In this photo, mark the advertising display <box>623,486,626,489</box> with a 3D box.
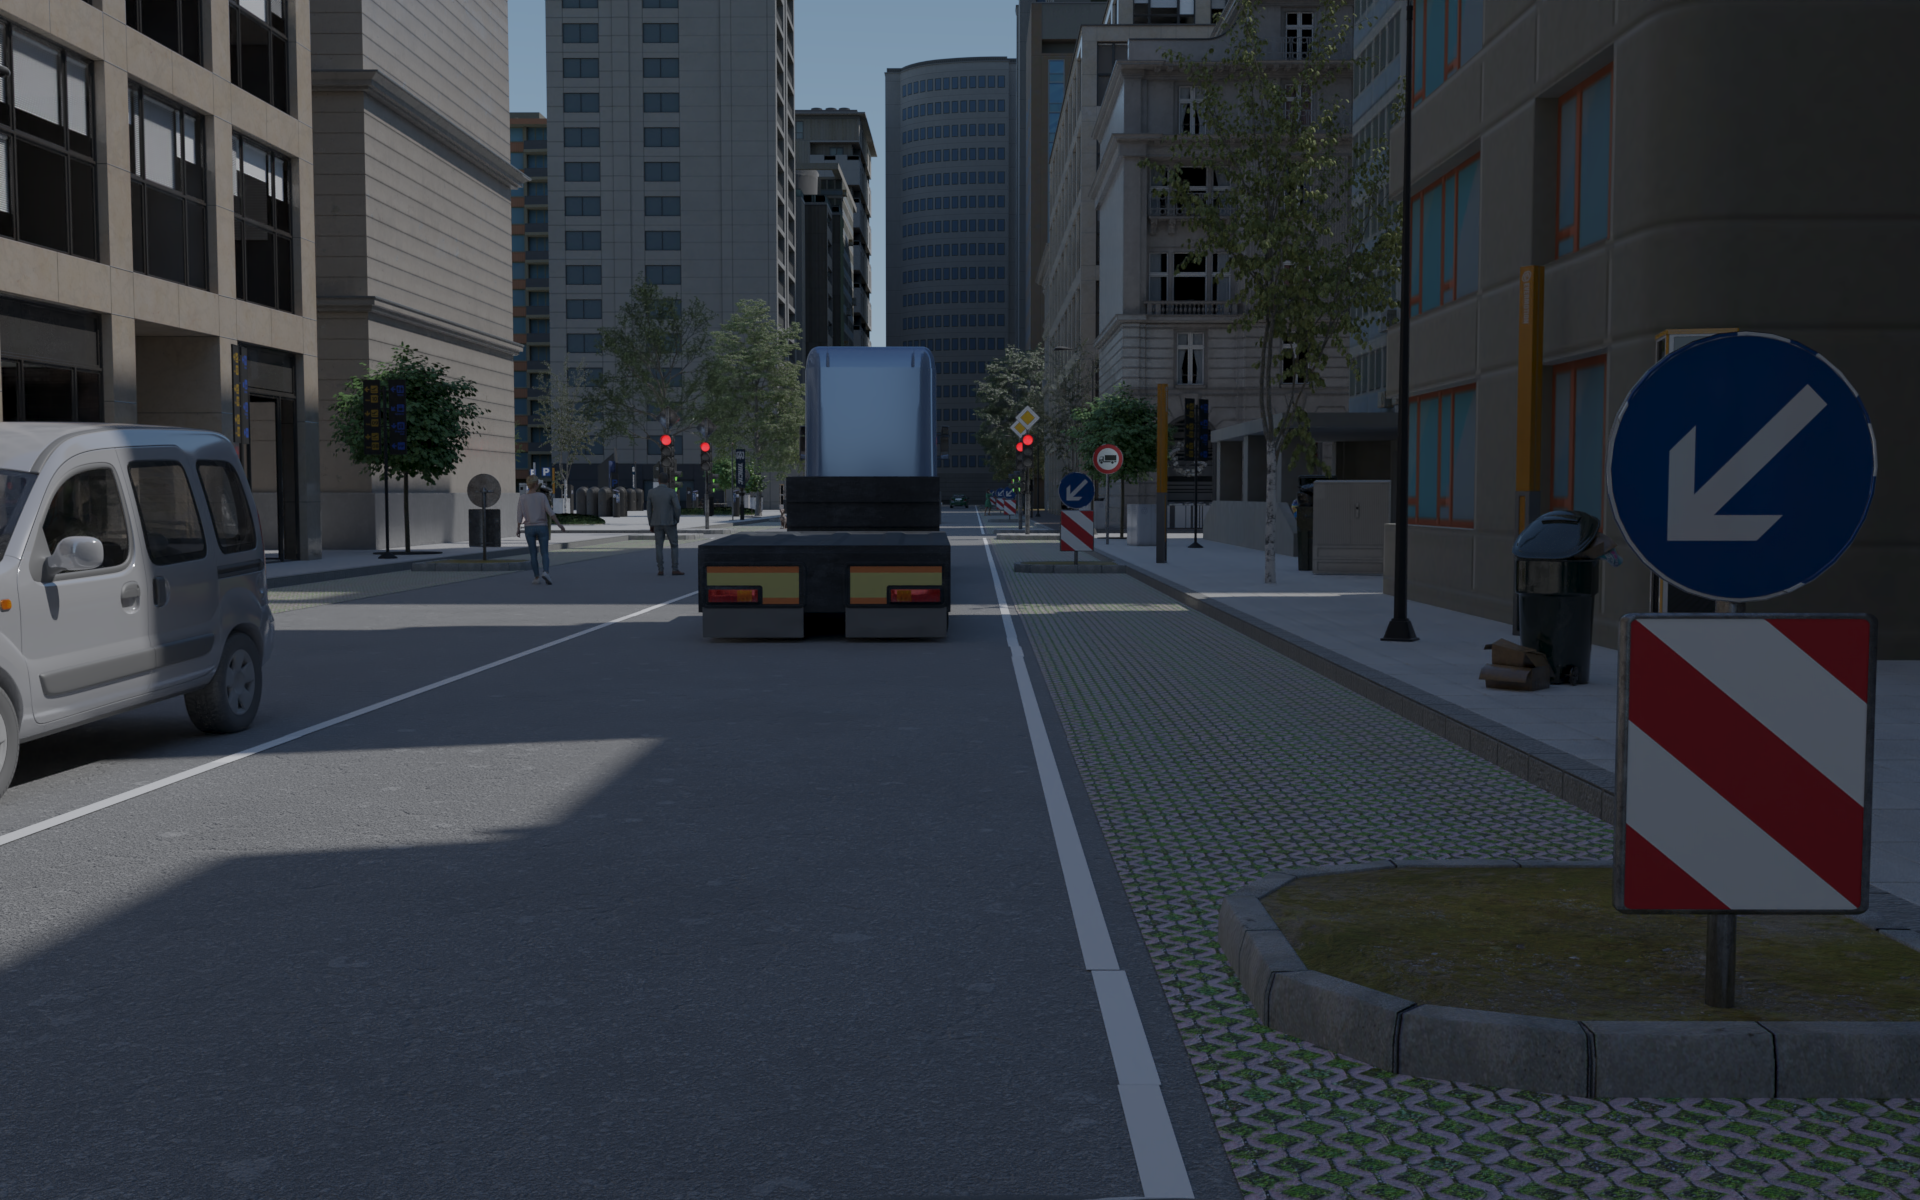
[{"bbox_3d":[-26.759,-8.139,138.283,0.123,1.923,0.974,-1,4,-19],"label":"advertising display"}]

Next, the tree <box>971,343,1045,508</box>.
[{"bbox_3d":[5.549,-14.562,144.742,9.857,13.997,8.962,0,3,0],"label":"tree"}]

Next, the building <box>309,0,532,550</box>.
[{"bbox_3d":[-24.512,-15.792,45.587,23.554,28.519,14.401,0,4,0],"label":"building"}]

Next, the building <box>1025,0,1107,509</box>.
[{"bbox_3d":[13.055,-30.970,156.471,14.600,45.320,14.200,0,4,0],"label":"building"}]

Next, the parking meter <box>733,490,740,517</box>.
[{"bbox_3d":[-12.636,-5.465,97.762,0.372,1.533,0.369,0,3,0],"label":"parking meter"}]

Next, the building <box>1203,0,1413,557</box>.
[{"bbox_3d":[22.959,-21.349,40.932,32.217,40.220,23.993,0,4,0],"label":"building"}]

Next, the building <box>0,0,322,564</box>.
[{"bbox_3d":[-22.272,-12.957,16.362,19.350,26.468,34.151,0,4,0],"label":"building"}]

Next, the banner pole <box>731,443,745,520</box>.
[{"bbox_3d":[-10.856,-5.774,84.420,0.863,3.779,0.401,-1,4,-11],"label":"banner pole"}]

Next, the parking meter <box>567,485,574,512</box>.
[{"bbox_3d":[-23.897,-6.150,106.263,0.255,1.863,0.399,1,4,14],"label":"parking meter"}]

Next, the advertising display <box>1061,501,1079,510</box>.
[{"bbox_3d":[4.857,-4.309,75.662,0.974,1.923,0.123,2,4,34],"label":"advertising display"}]

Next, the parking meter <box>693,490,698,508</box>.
[{"bbox_3d":[-18.476,-6.885,120.976,0.372,1.533,0.369,0,3,0],"label":"parking meter"}]

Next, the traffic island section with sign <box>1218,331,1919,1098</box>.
[{"bbox_3d":[1.812,0.221,5.021,1.989,1.847,2.006,0,4,0],"label":"traffic island section with sign"}]

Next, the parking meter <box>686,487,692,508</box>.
[{"bbox_3d":[-20.931,-7.835,133.805,0.399,1.863,0.255,-1,4,-12],"label":"parking meter"}]

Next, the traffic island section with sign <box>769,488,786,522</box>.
[{"bbox_3d":[-8.713,-4.904,88.814,1.989,1.847,2.006,0,4,0],"label":"traffic island section with sign"}]

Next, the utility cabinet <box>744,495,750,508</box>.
[{"bbox_3d":[-15.065,-6.813,122.551,0.306,1.237,1.020,0,4,-1],"label":"utility cabinet"}]

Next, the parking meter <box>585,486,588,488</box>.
[{"bbox_3d":[-28.746,-7.797,133.186,0.255,1.863,0.399,-1,4,-16],"label":"parking meter"}]

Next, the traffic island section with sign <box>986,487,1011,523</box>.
[{"bbox_3d":[2.394,-4.828,87.565,1.989,1.847,2.006,0,4,0],"label":"traffic island section with sign"}]

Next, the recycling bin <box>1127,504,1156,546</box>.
[{"bbox_3d":[4.608,-1.866,43.055,0.722,1.027,0.722,-1,4,-17],"label":"recycling bin"}]

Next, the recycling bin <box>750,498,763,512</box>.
[{"bbox_3d":[-14.772,-6.914,125.599,0.722,1.027,0.722,-2,4,-26],"label":"recycling bin"}]

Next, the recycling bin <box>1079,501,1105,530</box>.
[{"bbox_3d":[4.745,-3.042,62.288,0.722,1.027,0.722,-2,4,-25],"label":"recycling bin"}]

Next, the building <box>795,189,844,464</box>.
[{"bbox_3d":[-18.599,-24.124,166.134,14.160,30.474,14.107,0,4,0],"label":"building"}]

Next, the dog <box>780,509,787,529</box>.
[{"bbox_3d":[-7.134,-3.336,71.380,0.800,0.831,0.513,-2,4,-32],"label":"dog"}]

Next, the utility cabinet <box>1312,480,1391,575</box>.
[{"bbox_3d":[6.200,-1.146,27.424,1.173,1.500,0.318,1,4,19],"label":"utility cabinet"}]

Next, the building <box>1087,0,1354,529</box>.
[{"bbox_3d":[17.528,-13.889,68.889,24.055,21.916,13.314,0,4,0],"label":"building"}]

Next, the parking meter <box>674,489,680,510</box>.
[{"bbox_3d":[-14.967,-5.067,91.259,0.372,1.533,0.369,0,3,0],"label":"parking meter"}]

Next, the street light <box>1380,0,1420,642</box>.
[{"bbox_3d":[3.318,-2.598,15.022,1.470,5.913,1.316,0,4,0],"label":"street light"}]

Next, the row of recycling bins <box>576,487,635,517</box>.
[{"bbox_3d":[-20.216,-5.535,97.614,3.534,1.692,1.069,2,4,29],"label":"row of recycling bins"}]

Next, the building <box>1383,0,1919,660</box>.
[{"bbox_3d":[19.174,-9.915,7.148,27.650,21.520,28.899,0,4,0],"label":"building"}]

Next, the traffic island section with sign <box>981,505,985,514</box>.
[{"bbox_3d":[2.595,-6.517,115.173,1.989,1.847,2.006,0,4,0],"label":"traffic island section with sign"}]

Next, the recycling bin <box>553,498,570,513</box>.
[{"bbox_3d":[-23.465,-5.472,102.020,0.722,1.027,0.722,2,4,24],"label":"recycling bin"}]

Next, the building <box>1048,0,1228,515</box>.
[{"bbox_3d":[15.432,-17.986,98.580,19.350,26.468,34.151,0,4,0],"label":"building"}]

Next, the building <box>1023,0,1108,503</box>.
[{"bbox_3d":[16.929,-44.951,173.202,20.563,71.187,20.611,0,4,0],"label":"building"}]

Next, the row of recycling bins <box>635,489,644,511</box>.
[{"bbox_3d":[-25.028,-7.489,129.556,1.069,1.692,3.534,2,4,35],"label":"row of recycling bins"}]

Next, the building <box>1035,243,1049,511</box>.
[{"bbox_3d":[11.671,-17.793,127.079,11.583,22.565,21.152,0,4,0],"label":"building"}]

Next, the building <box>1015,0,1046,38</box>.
[{"bbox_3d":[16.885,-40.123,198.017,21.231,58.520,28.212,0,4,0],"label":"building"}]

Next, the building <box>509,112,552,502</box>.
[{"bbox_3d":[-50.480,-33.452,201.564,28.867,44.769,22.147,0,4,0],"label":"building"}]

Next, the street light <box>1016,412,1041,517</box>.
[{"bbox_3d":[3.865,-7.650,97.620,1.470,5.913,1.316,0,4,0],"label":"street light"}]

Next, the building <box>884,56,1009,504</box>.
[{"bbox_3d":[4.270,-42.175,231.563,28.212,58.520,21.231,0,4,0],"label":"building"}]

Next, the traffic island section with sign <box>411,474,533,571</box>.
[{"bbox_3d":[-9.114,-1.479,32.811,1.989,1.847,2.006,0,4,0],"label":"traffic island section with sign"}]

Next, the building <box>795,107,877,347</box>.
[{"bbox_3d":[-23.551,-39.575,236.292,27.495,52.752,28.713,0,4,0],"label":"building"}]

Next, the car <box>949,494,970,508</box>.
[{"bbox_3d":[-0.077,-10.027,175.736,2.131,1.459,4.920,0,4,2],"label":"car"}]

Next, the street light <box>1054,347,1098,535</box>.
[{"bbox_3d":[3.654,-5.028,54.752,1.470,5.913,1.316,0,4,0],"label":"street light"}]

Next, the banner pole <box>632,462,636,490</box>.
[{"bbox_3d":[-25.132,-8.789,133.710,0.401,3.779,0.863,1,4,13],"label":"banner pole"}]

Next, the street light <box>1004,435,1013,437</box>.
[{"bbox_3d":[4.211,-10.063,137.074,1.470,5.913,1.316,0,4,0],"label":"street light"}]

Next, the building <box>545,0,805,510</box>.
[{"bbox_3d":[-22.496,-43.359,147.178,20.563,71.187,20.611,0,4,0],"label":"building"}]

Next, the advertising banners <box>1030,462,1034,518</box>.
[{"bbox_3d":[3.940,-6.008,94.412,0.090,3.025,2.074,0,4,6],"label":"advertising banners"}]

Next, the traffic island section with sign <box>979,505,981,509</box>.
[{"bbox_3d":[2.948,-9.584,165.328,1.989,1.847,2.006,0,4,0],"label":"traffic island section with sign"}]

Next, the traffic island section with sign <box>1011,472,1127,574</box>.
[{"bbox_3d":[2.000,-1.428,31.975,1.989,1.847,2.006,0,4,0],"label":"traffic island section with sign"}]

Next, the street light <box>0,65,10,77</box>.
[{"bbox_3d":[-10.962,-2.833,18.866,1.470,5.913,1.316,0,4,0],"label":"street light"}]

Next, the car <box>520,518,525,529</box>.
[{"bbox_3d":[-17.255,-2.892,59.654,4.827,1.381,2.083,0,4,1],"label":"car"}]

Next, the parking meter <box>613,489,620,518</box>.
[{"bbox_3d":[-18.720,-5.256,94.351,0.372,1.533,0.369,0,3,0],"label":"parking meter"}]

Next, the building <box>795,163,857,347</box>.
[{"bbox_3d":[-24.084,-30.882,196.803,23.993,40.220,32.217,0,4,0],"label":"building"}]
